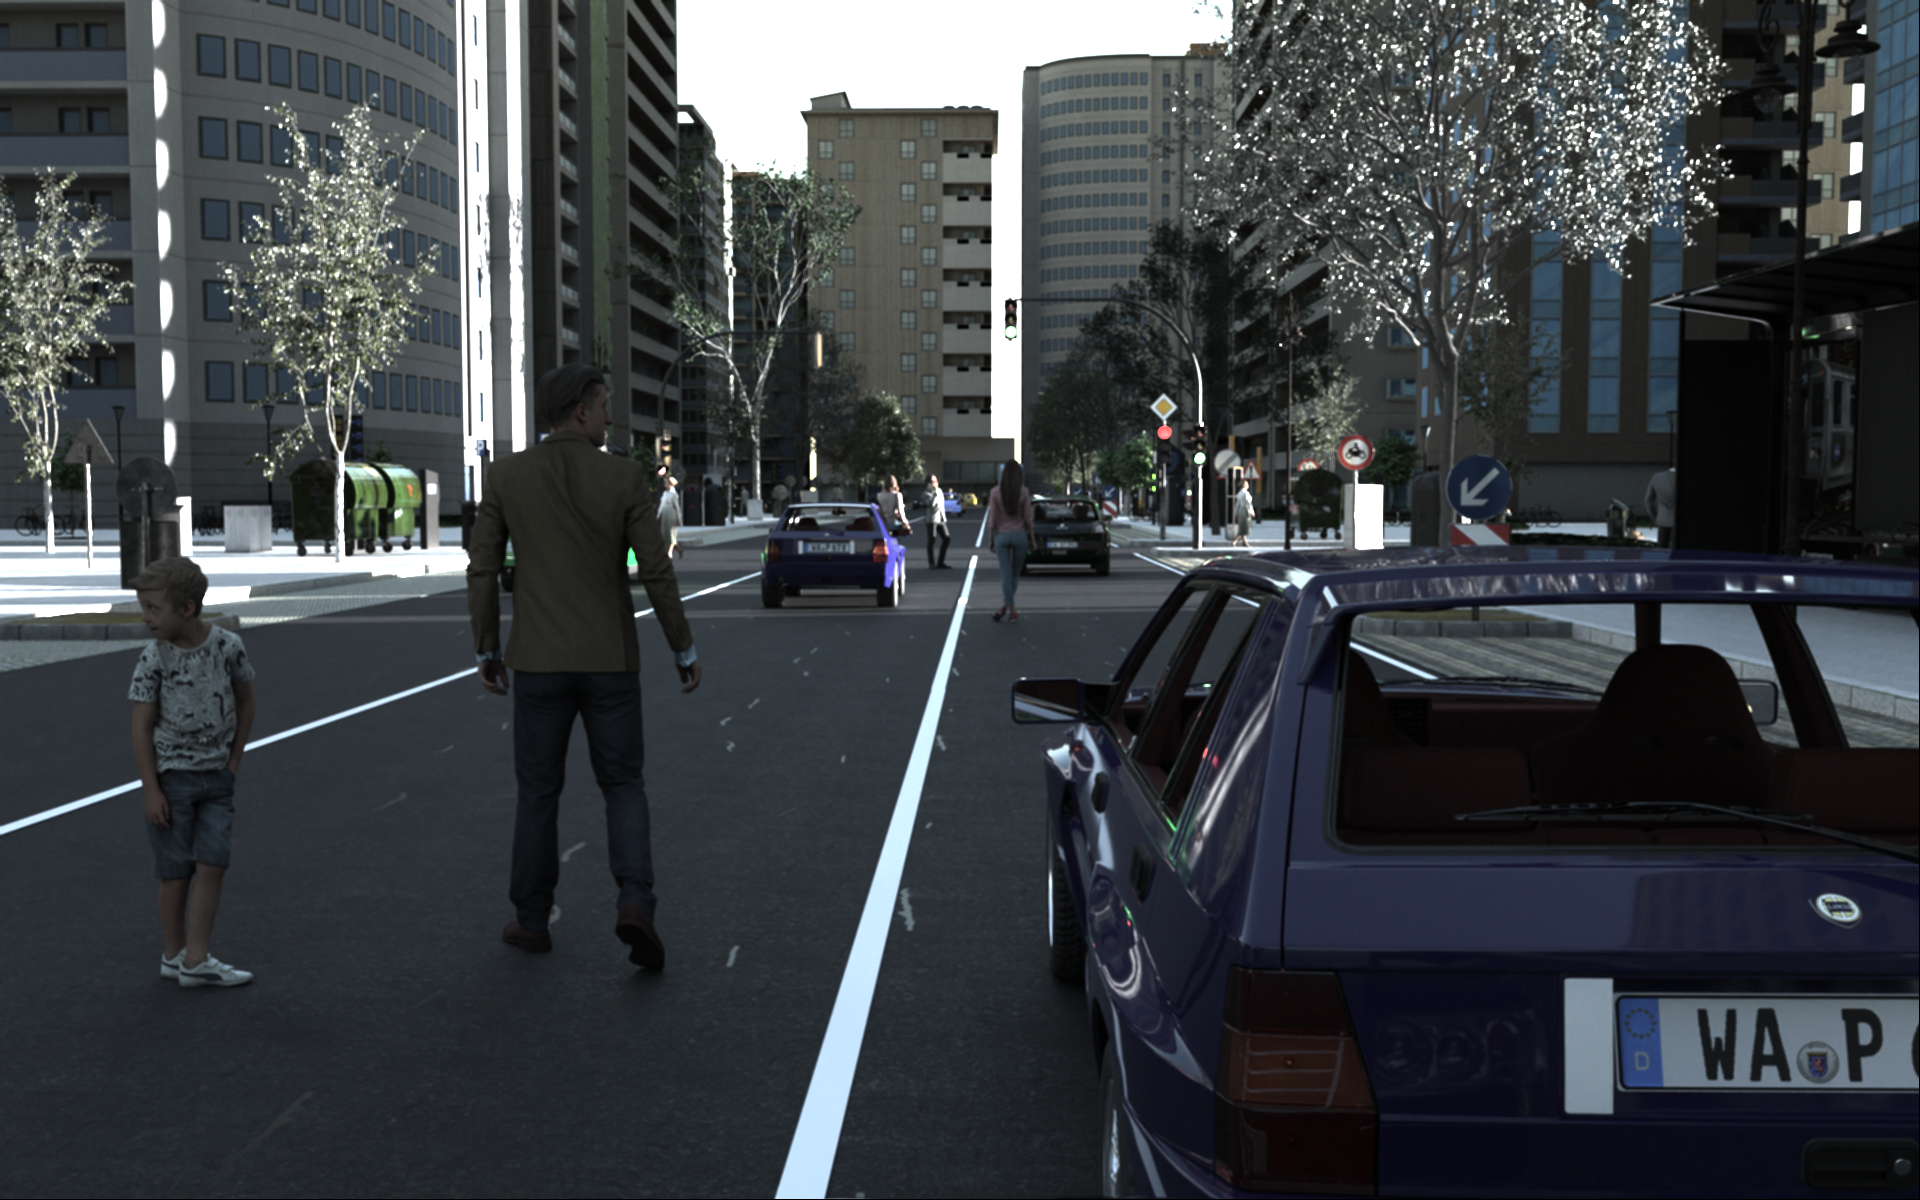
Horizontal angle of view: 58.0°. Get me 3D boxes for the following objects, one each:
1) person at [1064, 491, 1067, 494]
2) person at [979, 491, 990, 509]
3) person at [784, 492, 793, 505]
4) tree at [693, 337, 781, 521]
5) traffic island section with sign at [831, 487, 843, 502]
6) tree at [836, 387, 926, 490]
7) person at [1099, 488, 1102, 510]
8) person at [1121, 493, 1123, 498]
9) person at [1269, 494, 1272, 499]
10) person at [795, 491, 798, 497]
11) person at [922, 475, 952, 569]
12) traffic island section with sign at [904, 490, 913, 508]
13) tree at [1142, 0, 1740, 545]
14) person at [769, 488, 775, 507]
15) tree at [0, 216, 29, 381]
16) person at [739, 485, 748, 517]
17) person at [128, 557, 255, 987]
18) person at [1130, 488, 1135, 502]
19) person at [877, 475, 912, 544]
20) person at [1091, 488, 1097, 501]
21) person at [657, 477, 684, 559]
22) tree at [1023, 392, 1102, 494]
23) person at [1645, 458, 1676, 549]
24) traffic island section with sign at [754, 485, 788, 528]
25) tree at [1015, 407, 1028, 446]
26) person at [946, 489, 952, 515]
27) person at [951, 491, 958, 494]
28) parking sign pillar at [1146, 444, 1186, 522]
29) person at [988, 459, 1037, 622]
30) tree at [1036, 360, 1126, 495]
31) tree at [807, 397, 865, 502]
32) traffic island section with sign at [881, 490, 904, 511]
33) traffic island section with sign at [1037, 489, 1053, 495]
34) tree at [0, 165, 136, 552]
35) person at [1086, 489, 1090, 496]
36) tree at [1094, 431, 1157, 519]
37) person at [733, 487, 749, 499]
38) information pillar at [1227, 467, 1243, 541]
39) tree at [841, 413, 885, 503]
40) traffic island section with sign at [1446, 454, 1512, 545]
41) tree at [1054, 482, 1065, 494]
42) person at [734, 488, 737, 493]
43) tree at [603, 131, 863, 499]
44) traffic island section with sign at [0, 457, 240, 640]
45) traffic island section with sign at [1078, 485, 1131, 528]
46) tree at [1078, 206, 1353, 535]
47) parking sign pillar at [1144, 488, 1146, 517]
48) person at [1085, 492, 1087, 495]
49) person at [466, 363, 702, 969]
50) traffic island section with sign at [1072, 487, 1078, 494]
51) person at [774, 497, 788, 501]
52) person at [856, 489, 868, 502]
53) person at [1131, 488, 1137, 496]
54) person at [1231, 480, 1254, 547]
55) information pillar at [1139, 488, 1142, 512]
[{"bbox_3d":[10.902,-10.480,178.861,0.415,1.643,0.593,-2,4,-32],"label":"person"},{"bbox_3d":[2.386,-9.557,165.492,1.217,1.736,0.721,0,4,4],"label":"person"},{"bbox_3d":[-14.885,-8.681,148.705,1.217,1.736,0.721,0,4,-3],"label":"person"},{"bbox_3d":[-10.701,-8.056,82.070,4.360,8.622,3.978,0,3,0],"label":"tree"},{"bbox_3d":[-7.077,-5.599,100.176,1.989,1.847,2.006,0,4,1],"label":"traffic island section with sign"},{"bbox_3d":[-8.853,-16.390,184.979,9.611,12.733,9.660,0,3,0],"label":"tree"},{"bbox_3d":[11.172,-8.037,138.258,0.445,1.727,0.742,0,4,-4],"label":"person"},{"bbox_3d":[16.092,-10.367,175.682,1.348,1.807,0.705,-3,5,-44],"label":"person"},{"bbox_3d":[22.991,-7.287,125.712,1.217,1.766,0.721,-1,4,-13],"label":"person"},{"bbox_3d":[-11.474,-7.167,123.502,0.678,1.792,0.850,-1,4,-17],"label":"person"},{"bbox_3d":[-0.444,-1.499,33.189,0.592,1.802,0.473,-3,4,-36],"label":"person"},{"bbox_3d":[-5.647,-10.314,177.256,1.989,1.847,2.006,0,4,1],"label":"traffic island section with sign"},{"bbox_3d":[8.101,-7.238,28.709,12.009,13.543,11.850,0,3,0],"label":"tree"},{"bbox_3d":[-17.011,-9.288,157.992,1.348,1.812,0.705,3,4,38],"label":"person"},{"bbox_3d":[-20.227,-5.876,30.480,7.601,10.594,8.767,1,4,12],"label":"tree"},{"bbox_3d":[-12.008,-5.523,96.615,0.678,1.792,0.850,3,5,44],"label":"person"},{"bbox_3d":[-2.238,0.496,5.079,0.332,1.250,0.352,0,4,-1],"label":"person"},{"bbox_3d":[14.552,-8.420,143.847,1.348,1.807,0.705,1,4,11],"label":"person"},{"bbox_3d":[-1.144,-1.233,29.248,0.593,1.750,0.643,1,4,20],"label":"person"},{"bbox_3d":[11.245,-8.518,145.298,0.705,1.826,1.348,2,4,30],"label":"person"},{"bbox_3d":[-6.274,-1.773,37.707,0.641,1.798,0.478,-3,4,-38],"label":"person"},{"bbox_3d":[11.568,-17.125,186.647,9.857,13.997,8.962,0,3,0],"label":"tree"},{"bbox_3d":[8.948,-0.951,21.765,0.473,1.802,0.592,-2,4,-29],"label":"person"},{"bbox_3d":[-7.581,-3.951,73.225,1.989,1.847,2.006,0,4,1],"label":"traffic island section with sign"},{"bbox_3d":[9.962,-12.515,114.996,12.009,13.543,11.850,0,3,0],"label":"tree"},{"bbox_3d":[-0.665,-6.818,120.194,0.641,1.798,0.478,-1,4,-15],"label":"person"},{"bbox_3d":[-0.581,-9.269,160.852,0.742,1.727,0.445,0,4,3],"label":"person"},{"bbox_3d":[9.523,-5.503,78.442,1.447,3.967,1.447,2,4,34],"label":"parking sign pillar"},{"bbox_3d":[0.593,-0.670,19.464,0.555,1.821,0.388,-1,4,-11],"label":"person"},{"bbox_3d":[9.441,-12.708,133.526,9.928,11.665,9.643,0,3,0],"label":"tree"},{"bbox_3d":[-9.179,-11.076,131.456,4.360,8.622,3.978,0,3,0],"label":"tree"},{"bbox_3d":[-6.151,-8.665,150.306,1.989,1.847,2.006,0,4,1],"label":"traffic island section with sign"},{"bbox_3d":[7.560,-8.649,150.043,1.989,1.847,2.006,0,4,1],"label":"traffic island section with sign"},{"bbox_3d":[-20.372,-5.359,37.985,4.360,8.622,3.978,0,3,0],"label":"tree"},{"bbox_3d":[13.565,-10.961,185.116,0.709,1.838,0.599,1,4,16],"label":"person"},{"bbox_3d":[9.501,-6.468,89.459,4.285,4.588,4.351,0,3,0],"label":"tree"},{"bbox_3d":[-17.247,-7.986,136.633,1.348,1.822,0.705,1,4,13],"label":"person"},{"bbox_3d":[7.541,-2.635,47.575,0.304,2.012,0.304,-2,4,-30],"label":"information pillar"},{"bbox_3d":[-8.600,-12.686,157.783,4.737,8.622,4.395,0,3,0],"label":"tree"},{"bbox_3d":[5.114,-0.583,18.158,1.989,1.847,2.006,0,4,1],"label":"traffic island section with sign"},{"bbox_3d":[11.081,-12.300,195.699,1.663,3.219,1.824,0,3,0],"label":"tree"},{"bbox_3d":[-17.057,-7.715,132.860,0.721,1.739,1.217,0,4,-3],"label":"person"},{"bbox_3d":[-11.848,-14.414,91.557,12.611,20.169,13.585,0,3,0],"label":"tree"},{"bbox_3d":[-8.600,-0.560,17.791,1.989,1.847,2.006,0,4,1],"label":"traffic island section with sign"},{"bbox_3d":[6.139,-3.931,72.901,1.989,1.847,2.006,0,4,1],"label":"traffic island section with sign"},{"bbox_3d":[8.060,-7.341,54.431,8.767,10.594,7.601,0,4,-1],"label":"tree"},{"bbox_3d":[11.053,-6.650,97.195,1.447,3.967,1.447,1,4,13],"label":"parking sign pillar"},{"bbox_3d":[11.278,-9.220,156.892,1.348,1.812,0.705,-3,5,-40],"label":"person"},{"bbox_3d":[-1.146,0.188,5.335,0.656,1.842,0.836,-3,4,-38],"label":"person"},{"bbox_3d":[6.631,-5.579,99.851,1.989,1.847,2.006,0,4,1],"label":"traffic island section with sign"},{"bbox_3d":[-13.146,-7.438,127.657,0.705,1.823,1.348,3,5,39],"label":"person"},{"bbox_3d":[-9.263,-9.615,164.071,1.217,1.723,0.721,1,4,10],"label":"person"},{"bbox_3d":[13.618,-7.754,133.543,1.217,1.735,0.721,-1,4,-22],"label":"person"},{"bbox_3d":[7.521,-2.295,46.242,0.641,1.798,0.478,-1,4,-12],"label":"person"},{"bbox_3d":[10.343,-6.599,99.251,0.183,3.616,0.504,1,4,20],"label":"information pillar"}]
